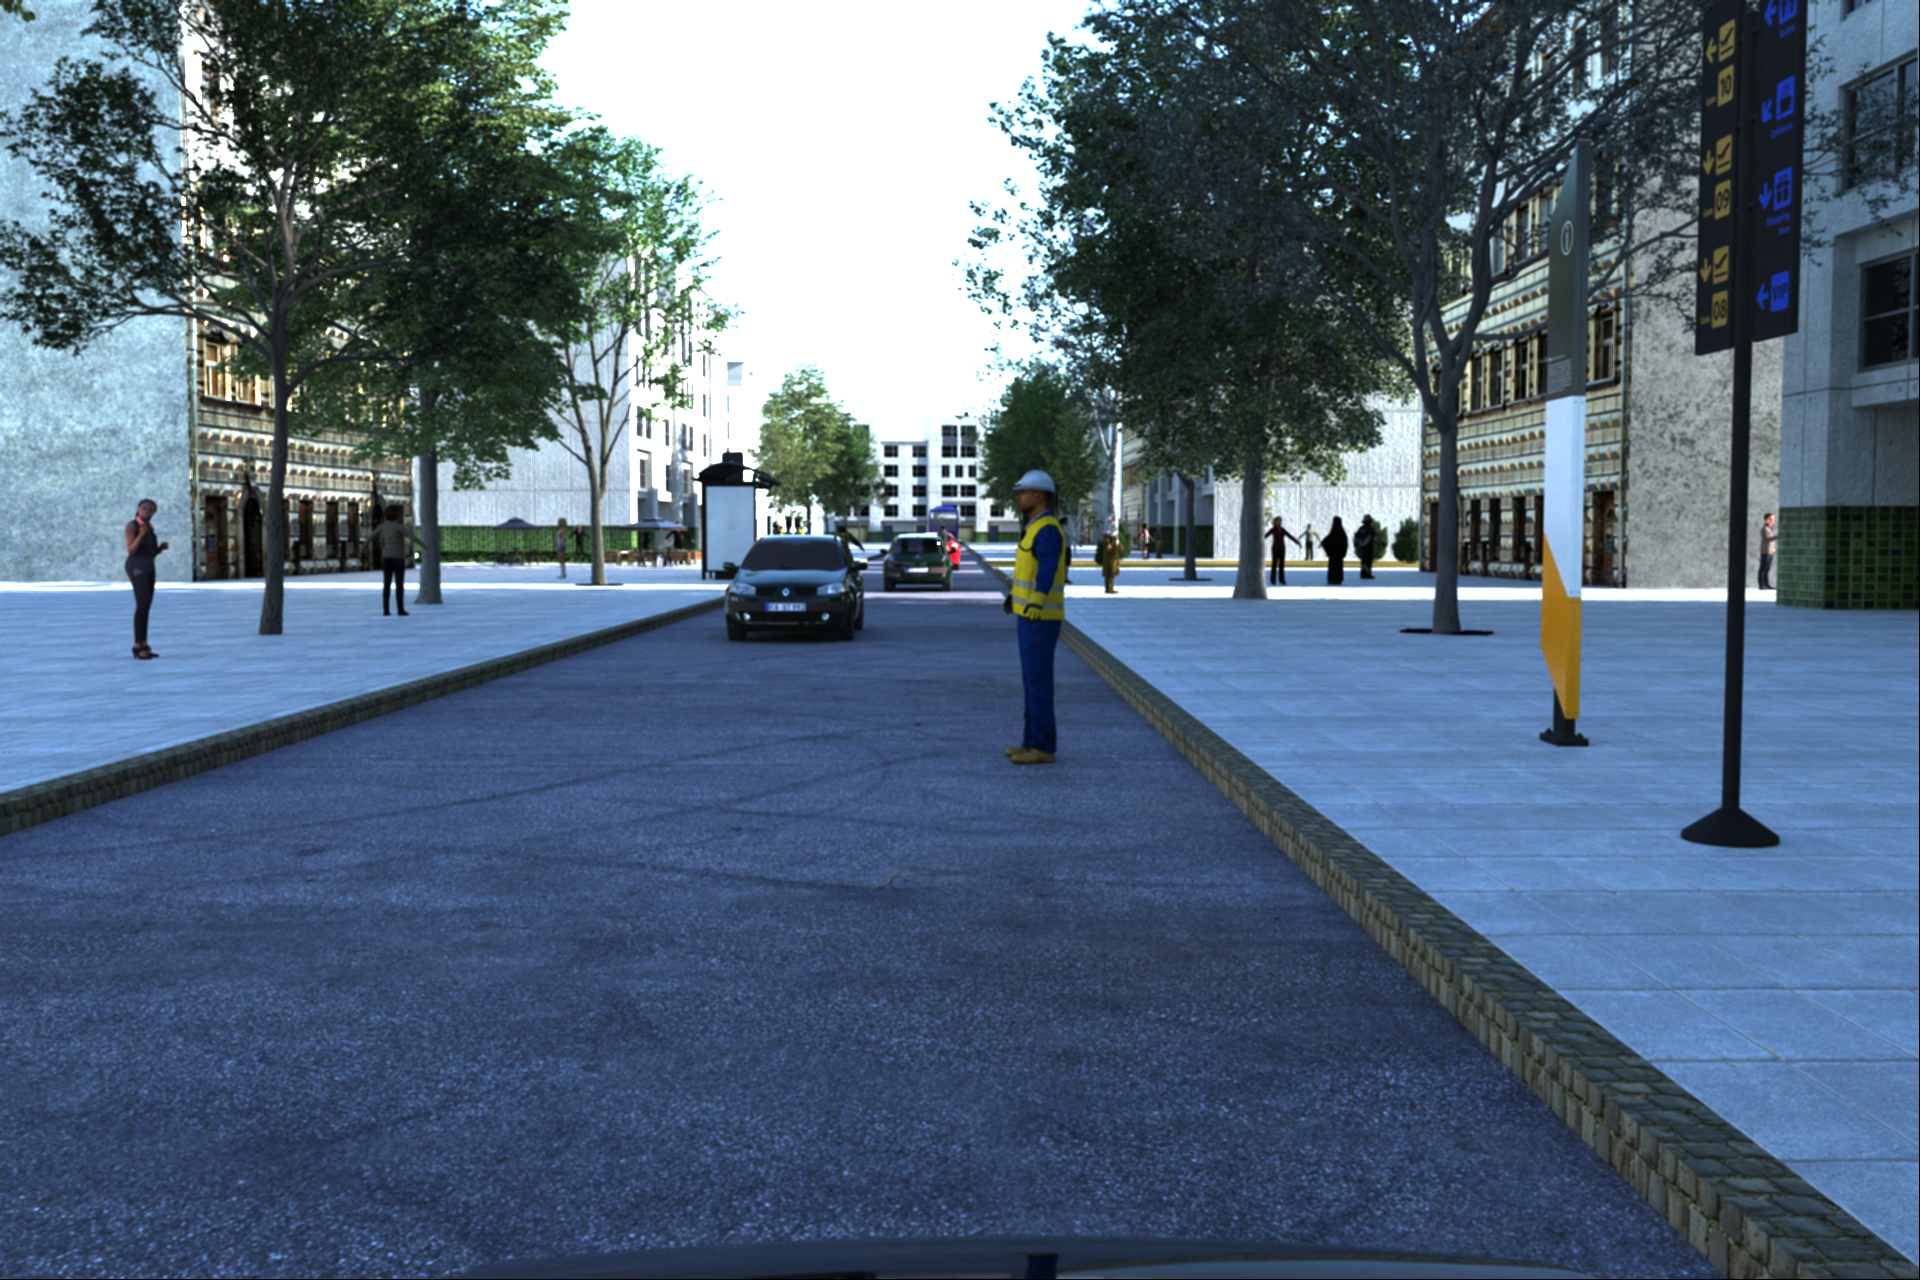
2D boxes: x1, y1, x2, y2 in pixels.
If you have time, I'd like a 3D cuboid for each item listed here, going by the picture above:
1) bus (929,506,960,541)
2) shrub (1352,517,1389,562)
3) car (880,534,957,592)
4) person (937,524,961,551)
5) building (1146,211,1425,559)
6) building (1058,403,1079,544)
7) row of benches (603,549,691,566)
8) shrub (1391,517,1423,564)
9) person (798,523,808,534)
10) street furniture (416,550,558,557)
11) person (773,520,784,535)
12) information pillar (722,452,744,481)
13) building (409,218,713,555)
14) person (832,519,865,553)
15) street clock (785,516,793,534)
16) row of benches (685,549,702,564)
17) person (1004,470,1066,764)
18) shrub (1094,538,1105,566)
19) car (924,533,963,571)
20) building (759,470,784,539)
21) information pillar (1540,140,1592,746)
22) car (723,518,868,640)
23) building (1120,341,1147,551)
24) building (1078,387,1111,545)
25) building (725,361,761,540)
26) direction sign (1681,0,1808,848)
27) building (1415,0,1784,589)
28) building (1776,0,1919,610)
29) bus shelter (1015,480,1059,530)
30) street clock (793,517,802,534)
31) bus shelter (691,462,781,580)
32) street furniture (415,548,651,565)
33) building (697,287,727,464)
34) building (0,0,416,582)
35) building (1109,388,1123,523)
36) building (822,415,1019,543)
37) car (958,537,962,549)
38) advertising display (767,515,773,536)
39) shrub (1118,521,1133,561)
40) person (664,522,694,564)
[{"bbox_3d":[-1.391,-9.811,151.955,2.896,3.916,12.251,0,4,0],"label":"bus"},{"bbox_3d":[18.802,-4.601,79.266,1.661,2.075,1.752,0,3,0],"label":"shrub"},{"bbox_3d":[-1.065,-2.112,44.323,2.009,1.686,4.222,0,4,-1],"label":"car"},{"bbox_3d":[-0.626,-3.512,66.144,1.348,1.796,0.705,0,4,6],"label":"person"},{"bbox_3d":[21.288,-14.500,103.540,16.747,18.905,31.486,0,4,0],"label":"building"},{"bbox_3d":[21.353,-22.467,233.796,16.747,18.905,31.486,0,4,0],"label":"building"},{"bbox_3d":[-12.943,-3.391,70.911,4.104,0.672,1.422,0,4,1],"label":"row of benches"},{"bbox_3d":[19.539,-4.351,75.185,1.661,2.075,1.752,0,3,0],"label":"shrub"},{"bbox_3d":[-7.303,-4.471,79.568,1.216,1.772,0.721,-1,4,-9],"label":"person"},{"bbox_3d":[-24.535,-4.233,84.829,10.072,0.657,5.734,0,4,7],"label":"street furniture"},{"bbox_3d":[-7.621,-4.031,71.690,0.705,1.856,1.354,2,4,32],"label":"person"},{"bbox_3d":[-7.166,-4.000,54.779,0.750,3.857,0.750,0,4,-1],"label":"information pillar"},{"bbox_3d":[-26.790,-15.072,112.886,16.747,18.905,31.486,0,4,0],"label":"building"},{"bbox_3d":[-3.365,-2.508,49.235,1.354,1.858,0.705,-1,4,-12],"label":"person"},{"bbox_3d":[-6.775,-3.917,68.609,0.358,2.002,0.471,0,4,1],"label":"street clock"},{"bbox_3d":[-10.297,-3.687,75.741,1.422,0.672,4.104,3,4,38],"label":"row of benches"},{"bbox_3d":[0.457,-0.153,10.934,0.705,1.833,1.349,0,4,-4],"label":"person"},{"bbox_3d":[5.843,-3.581,69.671,1.383,1.207,1.383,0,3,0],"label":"shrub"},{"bbox_3d":[-0.931,-3.684,69.281,2.155,1.783,4.494,0,4,-1],"label":"car"},{"bbox_3d":[-26.773,-16.975,219.685,9.099,9.664,28.070,0,4,0],"label":"building"},{"bbox_3d":[3.705,-1.177,10.601,0.183,3.616,0.504,0,3,0],"label":"information pillar"},{"bbox_3d":[-2.290,-0.906,24.601,2.009,1.686,4.222,0,4,0],"label":"car"},{"bbox_3d":[22.696,-18.612,135.239,19.493,23.208,18.063,0,4,0],"label":"building"},{"bbox_3d":[24.434,-23.111,208.797,19.493,23.208,18.063,0,4,-1],"label":"building"},{"bbox_3d":[-28.450,-20.400,189.962,16.016,20.090,11.380,0,4,1],"label":"building"},{"bbox_3d":[3.228,-0.927,7.156,0.379,3.537,0.876,0,3,0],"label":"direction sign"},{"bbox_3d":[24.849,-13.343,49.083,19.493,23.208,18.063,0,3,0],"label":"building"},{"bbox_3d":[23.052,-9.066,14.692,16.747,18.905,31.486,0,4,0],"label":"building"},{"bbox_3d":[3.464,-5.293,77.826,1.731,3.624,6.357,0,4,0],"label":"bus shelter"},{"bbox_3d":[-6.967,-4.261,74.239,0.358,2.002,0.471,0,4,1],"label":"street clock"},{"bbox_3d":[-6.534,-3.502,51.179,2.014,3.302,5.546,0,4,-1],"label":"bus shelter"},{"bbox_3d":[-18.634,-3.705,76.211,10.072,0.657,5.734,-1,4,-9],"label":"street furniture"},{"bbox_3d":[-24.707,-16.957,133.672,16.016,20.090,11.380,0,3,0],"label":"building"},{"bbox_3d":[-29.591,-13.688,54.725,19.493,23.208,18.063,0,4,1],"label":"building"},{"bbox_3d":[22.107,-20.816,196.762,16.016,20.090,11.380,0,3,0],"label":"building"},{"bbox_3d":[-5.133,-24.119,263.267,31.486,18.905,16.747,0,4,-5],"label":"building"},{"bbox_3d":[-0.750,-9.860,170.996,2.009,1.686,4.222,0,4,-2],"label":"car"},{"bbox_3d":[-6.568,-3.350,59.979,0.123,1.923,0.974,0,3,0],"label":"advertising display"},{"bbox_3d":[7.566,-4.844,83.612,1.690,2.028,1.600,0,3,0],"label":"shrub"},{"bbox_3d":[-11.905,-4.100,73.228,1.347,1.806,0.705,-2,4,-29],"label":"person"}]
